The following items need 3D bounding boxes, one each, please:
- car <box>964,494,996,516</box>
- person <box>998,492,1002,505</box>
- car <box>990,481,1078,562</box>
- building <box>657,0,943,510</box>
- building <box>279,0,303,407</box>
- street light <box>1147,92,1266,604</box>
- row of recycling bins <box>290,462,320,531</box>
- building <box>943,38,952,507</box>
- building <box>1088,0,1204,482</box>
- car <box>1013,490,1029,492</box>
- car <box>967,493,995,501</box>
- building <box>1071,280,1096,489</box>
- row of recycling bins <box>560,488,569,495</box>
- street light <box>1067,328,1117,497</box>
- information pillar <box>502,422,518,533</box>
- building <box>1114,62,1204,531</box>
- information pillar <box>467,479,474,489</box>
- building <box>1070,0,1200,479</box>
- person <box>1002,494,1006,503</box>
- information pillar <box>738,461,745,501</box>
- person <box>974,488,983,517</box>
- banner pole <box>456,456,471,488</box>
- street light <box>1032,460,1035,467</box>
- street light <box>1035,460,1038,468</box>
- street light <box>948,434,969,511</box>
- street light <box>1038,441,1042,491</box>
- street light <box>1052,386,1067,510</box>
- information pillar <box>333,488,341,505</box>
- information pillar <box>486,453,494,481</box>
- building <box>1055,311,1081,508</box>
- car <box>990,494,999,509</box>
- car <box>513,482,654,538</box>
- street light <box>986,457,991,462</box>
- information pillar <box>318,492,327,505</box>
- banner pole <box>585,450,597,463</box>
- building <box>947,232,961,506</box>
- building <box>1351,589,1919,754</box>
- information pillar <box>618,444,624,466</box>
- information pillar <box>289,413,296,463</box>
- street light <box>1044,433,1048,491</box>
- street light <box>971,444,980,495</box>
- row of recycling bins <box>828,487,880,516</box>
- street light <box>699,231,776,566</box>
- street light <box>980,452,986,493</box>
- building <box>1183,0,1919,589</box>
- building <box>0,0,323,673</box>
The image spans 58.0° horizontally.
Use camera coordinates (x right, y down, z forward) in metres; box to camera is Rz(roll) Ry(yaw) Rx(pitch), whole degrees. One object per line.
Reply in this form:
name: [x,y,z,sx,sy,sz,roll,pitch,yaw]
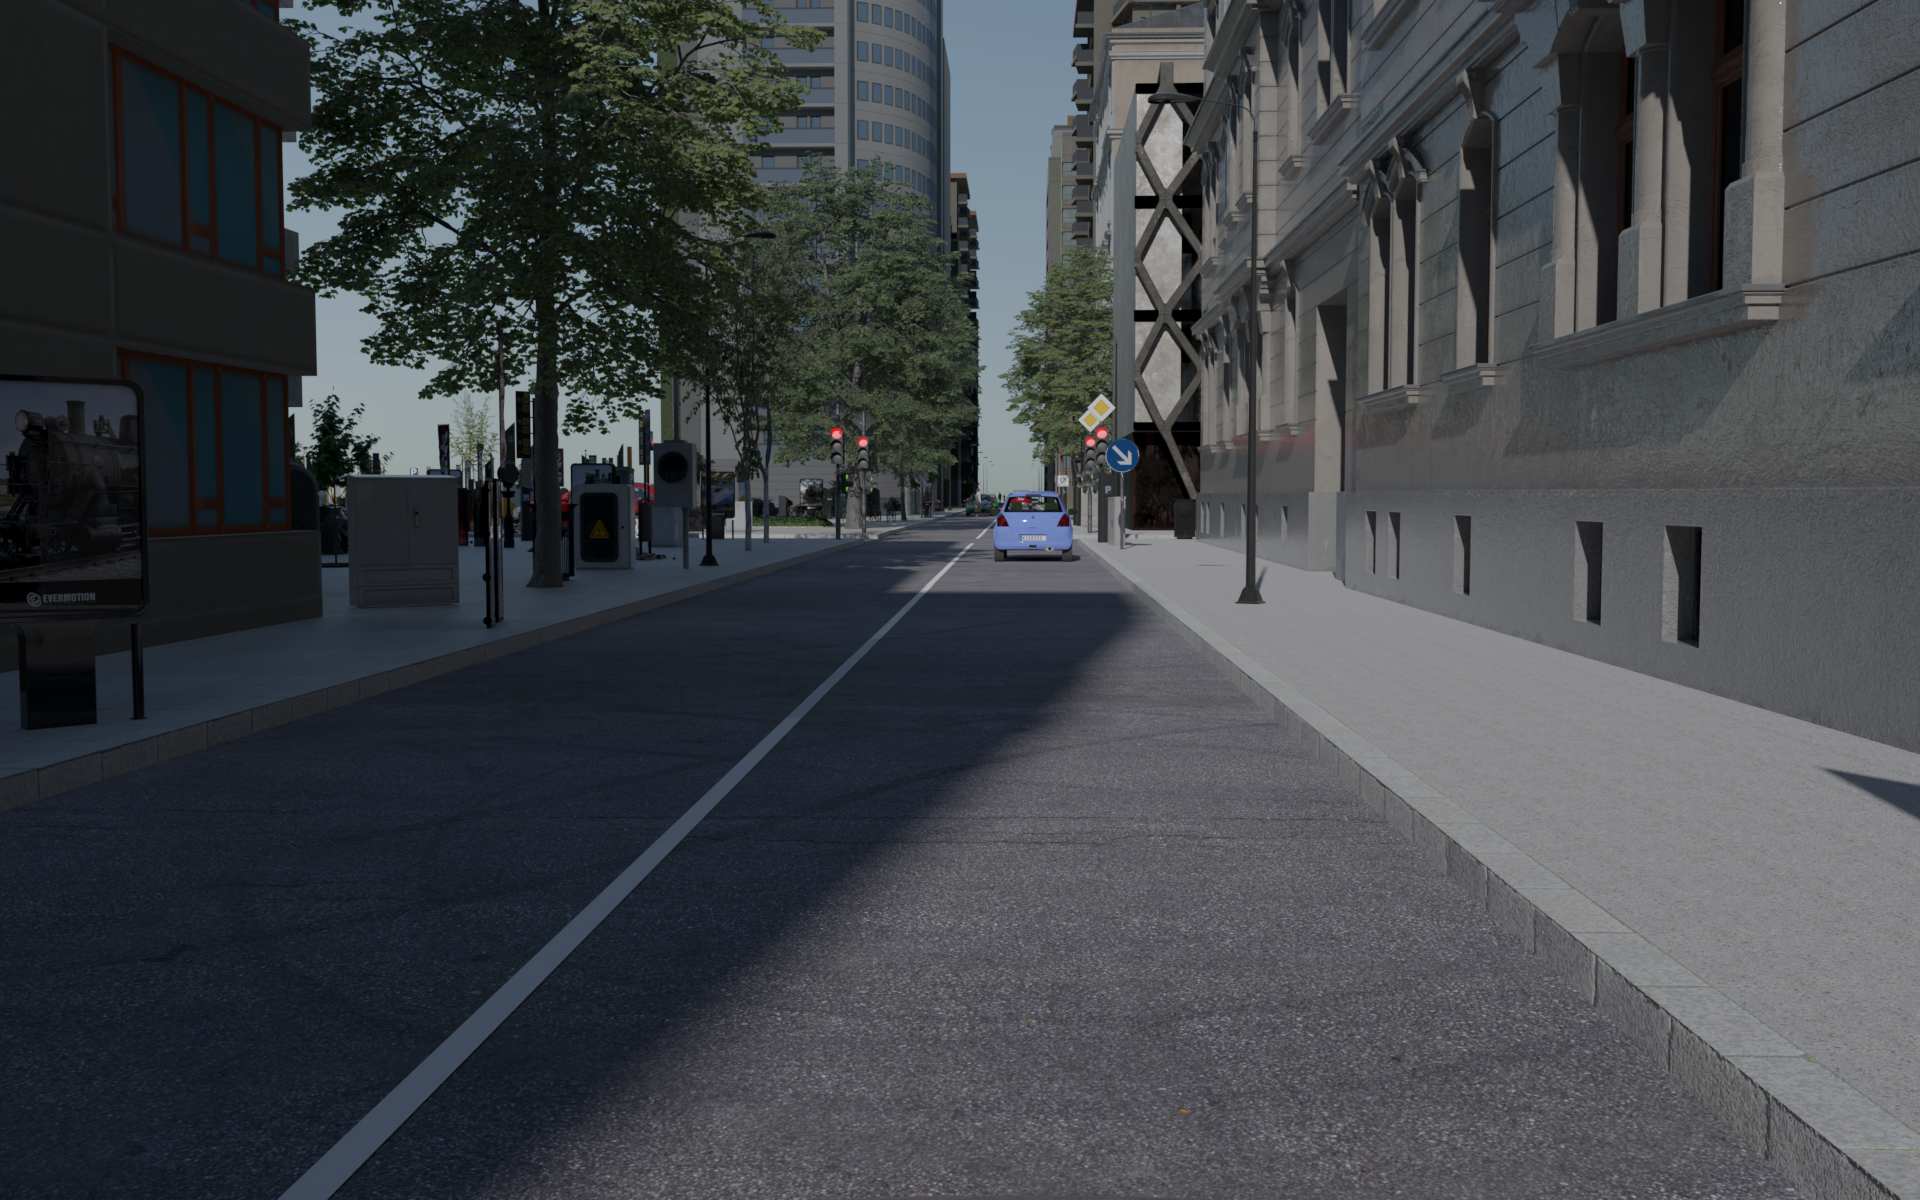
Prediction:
car: [1.329,-6.324,115.201,2.131,1.459,4.920,0,4,2]
person: [5.348,-13.606,231.876,0.541,1.710,0.530,-1,4,-16]
car: [1.620,-1.732,37.904,1.945,1.707,3.694,0,4,3]
building: [-12.538,-36.947,146.078,21.231,58.520,28.212,0,4,2]
building: [-31.746,-25.460,35.886,30.456,49.044,23.786,0,4,2]
street light: [2.869,-2.914,20.178,1.470,5.913,1.316,0,4,2]
row of recycling bins: [-9.913,-0.908,21.957,3.534,1.692,1.069,0,4,-3]
building: [-8.106,-31.698,168.373,14.600,45.320,14.200,0,4,2]
building: [14.214,-19.053,97.415,13.634,28.700,20.117,0,4,2]
car: [5.608,-9.146,158.204,2.281,1.827,5.304,0,4,3]
car: [1.585,-7.340,129.050,2.155,1.783,4.494,0,4,3]
building: [16.237,-15.572,122.048,16.820,18.784,16.811,0,4,2]
row of recycling bins: [-24.392,-6.403,111.796,3.534,1.692,1.069,1,4,19]
street light: [3.825,-4.647,48.519,1.470,5.913,1.316,0,4,2]
information pillar: [-14.692,-3.981,56.438,0.504,3.616,0.183,-3,5,-44]
building: [14.582,-12.090,65.124,16.811,18.784,16.820,0,4,2]
information pillar: [-23.452,-4.805,83.057,0.304,2.012,0.304,-1,4,-22]
building: [20.610,-30.117,147.030,22.147,44.769,28.867,0,4,2]
person: [6.985,-15.945,272.457,1.065,1.426,0.557,3,5,43]
information pillar: [-15.555,-8.059,123.114,0.504,3.616,0.183,-1,4,-17]
person: [1.178,-6.077,108.092,0.641,1.798,0.478,0,4,-5]
banner pole: [-32.308,-7.536,113.226,0.863,3.779,0.401,1,4,17]
street light: [9.592,-14.408,208.117,1.470,5.913,1.316,0,4,2]
street light: [7.540,-10.962,151.776,1.470,5.913,1.316,0,4,2]
street light: [-0.225,-9.837,133.378,1.470,5.913,1.316,0,4,2]
street light: [6.845,-9.696,131.075,1.470,5.913,1.316,0,4,2]
street light: [4.782,-6.217,74.197,1.470,5.913,1.316,0,4,2]
information pillar: [-36.602,-6.750,101.710,0.183,3.616,0.504,3,4,39]
information pillar: [-26.433,-6.516,97.894,0.183,3.616,0.504,0,4,1]
building: [23.855,-20.326,177.369,27.650,21.520,28.899,0,4,2]
car: [2.511,-8.850,153.485,1.959,1.807,4.718,0,4,1]
car: [-11.272,-2.771,53.971,5.304,1.827,2.281,0,4,3]
street light: [2.758,-14.927,216.598,1.470,5.913,1.316,0,4,2]
information pillar: [-34.290,-6.218,93.025,0.504,3.616,0.183,-1,4,-9]
banner pole: [-20.816,-6.573,97.486,0.863,3.779,0.401,-2,4,-27]
building: [-7.143,-26.066,197.886,14.160,30.474,14.107,0,4,2]
building: [11.084,-13.709,11.525,14.401,28.519,23.554,0,4,2]
information pillar: [-15.829,-5.480,80.952,0.183,3.616,0.504,1,4,11]
information pillar: [-19.507,-3.605,50.292,0.504,3.616,0.183,0,4,5]
street light: [5.768,-7.973,102.892,1.470,5.913,1.316,0,4,2]
street light: [0.862,-11.573,161.751,1.470,5.913,1.316,0,4,2]
row of recycling bins: [-6.232,-5.806,102.045,3.534,1.692,1.069,-3,4,-37]
street light: [-3.951,-3.564,30.810,1.470,5.913,1.316,0,4,2]
street light: [1.848,-13.340,190.649,1.470,5.913,1.316,0,4,2]
building: [12.232,-15.145,35.009,14.401,28.519,23.554,0,4,2]
building: [-21.000,-9.694,3.538,27.650,21.520,28.899,0,4,2]
